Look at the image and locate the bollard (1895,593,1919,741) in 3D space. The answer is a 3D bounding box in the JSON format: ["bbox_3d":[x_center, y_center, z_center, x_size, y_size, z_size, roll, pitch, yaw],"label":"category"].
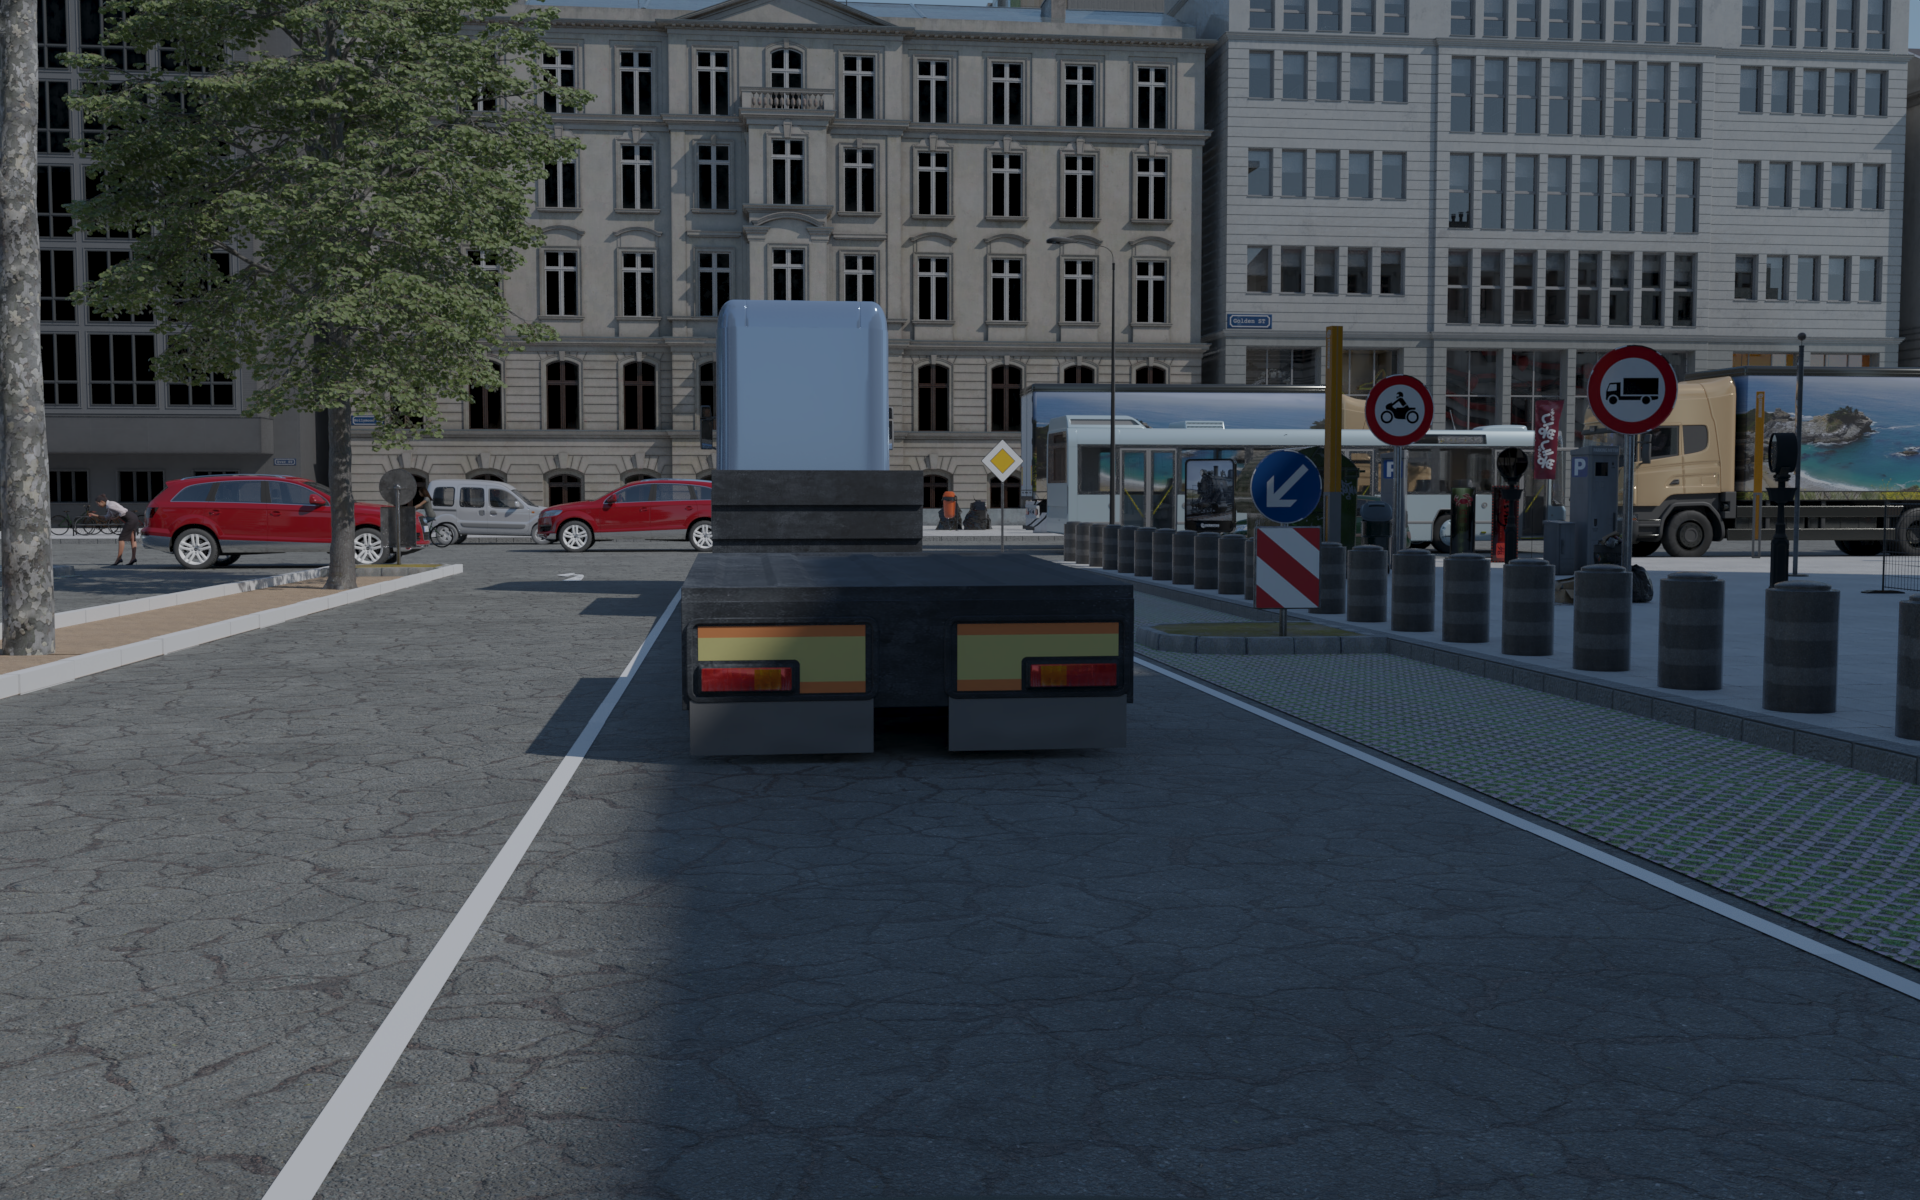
[{"bbox_3d":[5.144,0.344,9.088,0.404,0.777,0.398,0,3,0],"label":"bollard"}]

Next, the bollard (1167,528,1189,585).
[{"bbox_3d":[3.221,-0.606,24.632,0.404,0.777,0.398,0,3,0],"label":"bollard"}]

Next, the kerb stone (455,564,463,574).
[{"bbox_3d":[-9.099,-0.549,31.195,0.120,0.150,1.000,0,4,-7],"label":"kerb stone"}]

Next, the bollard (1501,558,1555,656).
[{"bbox_3d":[4.550,0.052,13.870,0.404,0.777,0.398,0,3,0],"label":"bollard"}]

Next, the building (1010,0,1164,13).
[{"bbox_3d":[10.763,-27.992,141.264,14.154,41.232,14.086,0,4,-7],"label":"building"}]

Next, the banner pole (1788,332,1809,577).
[{"bbox_3d":[13.115,-2.271,27.140,0.401,3.779,0.863,1,4,20],"label":"banner pole"}]

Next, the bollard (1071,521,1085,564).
[{"bbox_3d":[2.324,-1.046,31.815,0.404,0.777,0.398,0,3,0],"label":"bollard"}]

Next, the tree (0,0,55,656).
[{"bbox_3d":[-9.613,-9.614,15.533,12.611,20.169,13.585,0,3,0],"label":"tree"}]

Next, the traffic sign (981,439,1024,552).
[{"bbox_3d":[0.777,-1.723,31.812,0.795,2.450,0.064,0,4,-7],"label":"traffic sign"}]

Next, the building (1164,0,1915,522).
[{"bbox_3d":[24.733,-18.313,76.909,29.804,29.767,11.434,0,4,-7],"label":"building"}]

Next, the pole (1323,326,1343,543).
[{"bbox_3d":[4.544,-1.668,21.114,0.158,3.312,0.155,0,3,0],"label":"pole"}]

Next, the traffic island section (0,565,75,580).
[{"bbox_3d":[-16.610,-0.457,29.748,2.009,0.180,2.903,0,4,-7],"label":"traffic island section"}]

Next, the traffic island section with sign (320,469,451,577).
[{"bbox_3d":[-10.113,-1.385,30.786,2.006,1.907,1.989,0,4,-7],"label":"traffic island section with sign"}]

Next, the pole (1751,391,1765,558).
[{"bbox_3d":[15.892,-2.486,34.483,0.158,3.312,0.155,0,3,0],"label":"pole"}]

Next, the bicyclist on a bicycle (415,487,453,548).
[{"bbox_3d":[-14.334,-2.209,46.147,1.625,1.676,1.499,0,4,-6],"label":"bicyclist on a bicycle"}]

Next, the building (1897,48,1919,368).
[{"bbox_3d":[49.733,-14.008,78.174,18.267,20.994,9.793,0,4,-7],"label":"building"}]

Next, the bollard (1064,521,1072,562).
[{"bbox_3d":[2.179,-1.119,33.008,0.404,0.777,0.398,0,3,0],"label":"bollard"}]

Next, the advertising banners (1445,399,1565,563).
[{"bbox_3d":[10.126,-2.205,32.235,2.074,3.025,0.090,1,4,15],"label":"advertising banners"}]

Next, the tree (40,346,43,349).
[{"bbox_3d":[-31.789,-6.438,55.631,4.360,8.622,3.978,0,3,0],"label":"tree"}]

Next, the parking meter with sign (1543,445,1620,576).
[{"bbox_3d":[10.091,-1.918,27.622,1.738,3.016,0.543,-2,4,-28],"label":"parking meter with sign"}]

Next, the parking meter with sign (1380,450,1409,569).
[{"bbox_3d":[7.561,-2.080,30.266,0.543,3.016,1.738,1,4,18],"label":"parking meter with sign"}]

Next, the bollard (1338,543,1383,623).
[{"bbox_3d":[4.105,-0.168,17.461,0.404,0.777,0.398,0,3,0],"label":"bollard"}]

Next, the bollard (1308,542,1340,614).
[{"bbox_3d":[3.955,-0.241,18.653,0.404,0.777,0.398,0,3,0],"label":"bollard"}]

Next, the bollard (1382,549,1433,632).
[{"bbox_3d":[4.256,-0.095,16.264,0.404,0.777,0.398,0,3,0],"label":"bollard"}]

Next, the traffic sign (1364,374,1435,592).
[{"bbox_3d":[4.668,-1.125,18.504,0.768,2.556,0.104,0,4,-6],"label":"traffic sign"}]

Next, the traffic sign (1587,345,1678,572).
[{"bbox_3d":[5.740,-0.904,14.879,0.768,2.556,0.104,0,4,2],"label":"traffic sign"}]

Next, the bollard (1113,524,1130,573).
[{"bbox_3d":[2.772,-0.826,28.219,0.404,0.777,0.398,0,3,0],"label":"bollard"}]

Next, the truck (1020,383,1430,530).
[{"bbox_3d":[7.303,-3.463,45.527,11.283,4.237,2.839,0,4,-5],"label":"truck"}]

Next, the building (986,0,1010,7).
[{"bbox_3d":[12.215,-33.272,163.603,23.786,49.044,30.456,0,4,-7],"label":"building"}]

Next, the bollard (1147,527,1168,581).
[{"bbox_3d":[3.068,-0.680,25.834,0.404,0.777,0.398,0,3,0],"label":"bollard"}]

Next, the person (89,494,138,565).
[{"bbox_3d":[-16.926,-1.410,34.738,0.628,1.438,0.799,2,4,32],"label":"person"}]

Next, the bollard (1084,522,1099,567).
[{"bbox_3d":[2.480,-0.972,30.605,0.404,0.777,0.398,0,3,0],"label":"bollard"}]

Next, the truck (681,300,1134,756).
[{"bbox_3d":[-1.446,-1.752,18.400,2.967,4.110,18.799,0,4,-7],"label":"truck"}]

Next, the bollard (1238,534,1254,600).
[{"bbox_3d":[3.659,-0.387,21.038,0.404,0.777,0.398,0,3,0],"label":"bollard"}]

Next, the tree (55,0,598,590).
[{"bbox_3d":[-9.418,-6.447,25.996,7.486,12.596,7.792,0,3,0],"label":"tree"}]

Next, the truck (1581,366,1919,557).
[{"bbox_3d":[19.167,-3.083,39.324,11.283,4.237,2.839,0,4,-8],"label":"truck"}]

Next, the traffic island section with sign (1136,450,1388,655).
[{"bbox_3d":[2.727,-0.469,16.289,1.989,1.847,2.006,0,4,-7],"label":"traffic island section with sign"}]

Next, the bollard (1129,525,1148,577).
[{"bbox_3d":[2.921,-0.753,27.027,0.404,0.777,0.398,0,3,0],"label":"bollard"}]

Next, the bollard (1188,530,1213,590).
[{"bbox_3d":[3.368,-0.533,23.424,0.404,0.777,0.398,0,3,0],"label":"bollard"}]

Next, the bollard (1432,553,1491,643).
[{"bbox_3d":[4.405,-0.022,15.071,0.404,0.777,0.398,0,3,0],"label":"bollard"}]

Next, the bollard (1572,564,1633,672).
[{"bbox_3d":[4.699,0.125,12.669,0.404,0.777,0.398,0,3,0],"label":"bollard"}]

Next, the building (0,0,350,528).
[{"bbox_3d":[-37.395,-16.836,68.773,24.014,27.812,14.314,0,4,-7],"label":"building"}]

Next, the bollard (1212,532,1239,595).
[{"bbox_3d":[3.515,-0.460,22.231,0.404,0.777,0.398,0,3,0],"label":"bollard"}]

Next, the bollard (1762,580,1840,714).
[{"bbox_3d":[4.994,0.271,10.284,0.404,0.777,0.398,0,3,0],"label":"bollard"}]

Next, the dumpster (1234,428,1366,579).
[{"bbox_3d":[5.190,-1.468,26.488,1.502,2.255,1.985,0,4,-7],"label":"dumpster"}]

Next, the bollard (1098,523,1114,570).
[{"bbox_3d":[2.622,-0.899,29.412,0.404,0.777,0.398,0,3,0],"label":"bollard"}]

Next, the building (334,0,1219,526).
[{"bbox_3d":[-7.471,-15.565,73.569,34.723,24.649,14.460,0,4,-7],"label":"building"}]

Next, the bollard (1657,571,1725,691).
[{"bbox_3d":[4.844,0.198,11.476,0.404,0.777,0.398,0,3,0],"label":"bollard"}]
